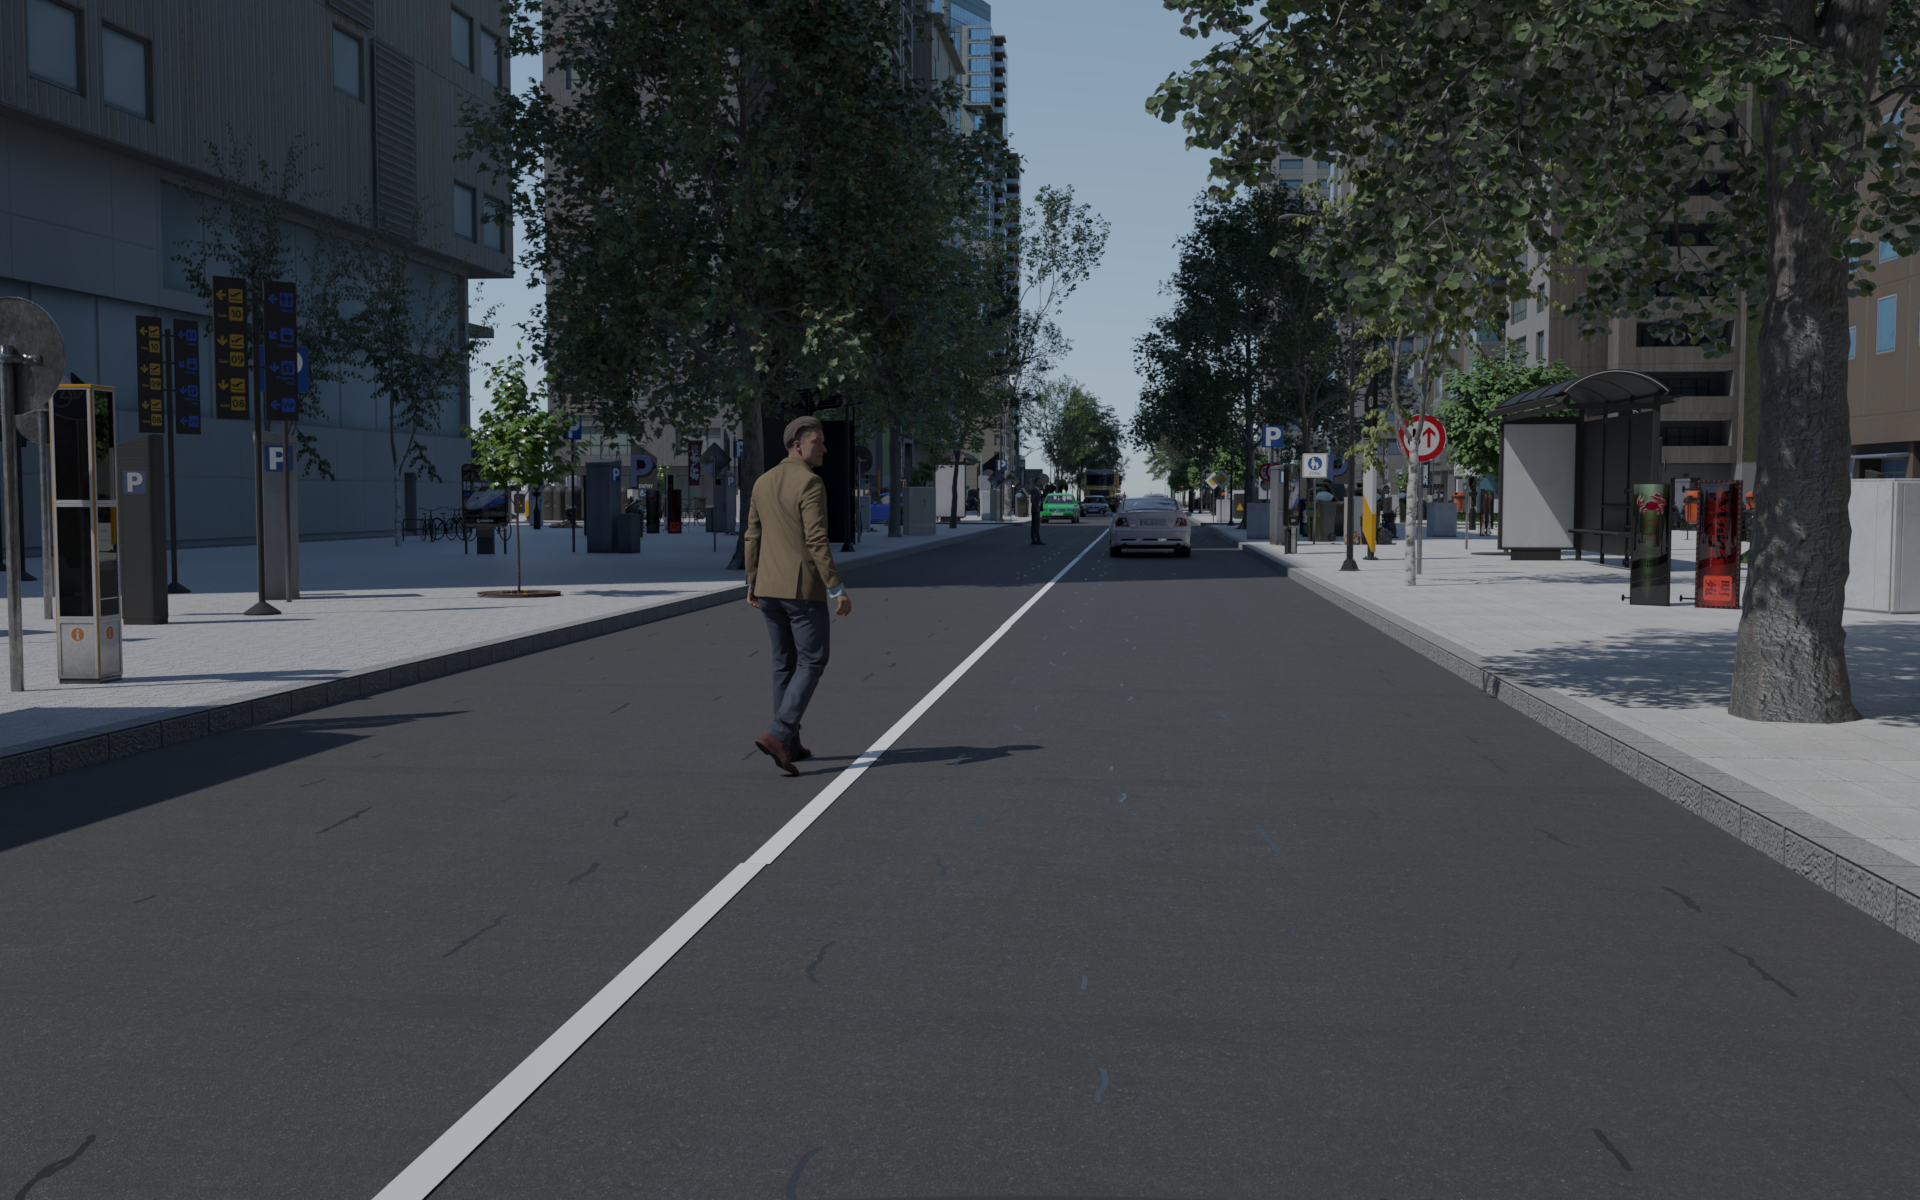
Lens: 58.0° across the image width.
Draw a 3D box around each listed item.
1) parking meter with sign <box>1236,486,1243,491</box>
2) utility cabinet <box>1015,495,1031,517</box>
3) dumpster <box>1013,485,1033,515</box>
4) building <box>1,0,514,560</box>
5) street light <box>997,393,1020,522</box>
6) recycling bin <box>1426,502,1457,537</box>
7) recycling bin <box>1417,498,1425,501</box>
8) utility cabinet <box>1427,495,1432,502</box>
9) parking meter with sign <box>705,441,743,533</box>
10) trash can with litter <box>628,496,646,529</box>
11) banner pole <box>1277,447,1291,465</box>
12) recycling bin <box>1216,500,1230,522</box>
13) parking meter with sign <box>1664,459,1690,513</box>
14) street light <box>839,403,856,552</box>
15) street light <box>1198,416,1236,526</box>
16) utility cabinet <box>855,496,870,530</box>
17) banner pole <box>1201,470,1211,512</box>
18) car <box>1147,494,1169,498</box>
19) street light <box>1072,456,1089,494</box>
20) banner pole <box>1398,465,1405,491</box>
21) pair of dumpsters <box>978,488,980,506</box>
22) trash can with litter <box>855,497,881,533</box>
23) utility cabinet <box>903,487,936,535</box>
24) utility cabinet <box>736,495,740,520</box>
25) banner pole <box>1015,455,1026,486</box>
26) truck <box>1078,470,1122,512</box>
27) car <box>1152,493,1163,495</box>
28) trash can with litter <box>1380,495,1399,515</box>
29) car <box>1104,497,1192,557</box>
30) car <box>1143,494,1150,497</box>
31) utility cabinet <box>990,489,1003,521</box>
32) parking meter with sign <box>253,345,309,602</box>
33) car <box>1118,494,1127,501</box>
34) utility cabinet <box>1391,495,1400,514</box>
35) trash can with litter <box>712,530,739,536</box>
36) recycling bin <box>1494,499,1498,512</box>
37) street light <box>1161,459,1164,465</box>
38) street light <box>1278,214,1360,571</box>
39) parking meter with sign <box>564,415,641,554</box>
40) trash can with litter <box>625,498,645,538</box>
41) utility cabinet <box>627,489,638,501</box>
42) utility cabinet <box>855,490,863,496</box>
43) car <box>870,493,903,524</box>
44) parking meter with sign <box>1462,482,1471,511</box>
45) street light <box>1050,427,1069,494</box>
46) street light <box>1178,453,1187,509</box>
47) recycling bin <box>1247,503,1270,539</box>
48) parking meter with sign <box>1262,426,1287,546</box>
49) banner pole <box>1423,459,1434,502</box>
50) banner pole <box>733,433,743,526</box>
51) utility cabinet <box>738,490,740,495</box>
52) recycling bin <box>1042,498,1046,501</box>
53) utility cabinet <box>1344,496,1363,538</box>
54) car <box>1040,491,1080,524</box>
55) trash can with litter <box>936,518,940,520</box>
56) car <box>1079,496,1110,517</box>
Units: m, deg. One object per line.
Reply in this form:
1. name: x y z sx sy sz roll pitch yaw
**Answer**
1. parking meter with sign: 18.957 -7.453 118.109 1.738 3.016 0.543 0 4 -1
2. utility cabinet: 3.659 -5.338 98.444 1.020 1.237 0.306 1 4 21
3. dumpster: 3.972 -6.250 107.945 1.264 1.857 1.865 0 4 6
4. building: -29.558 -27.953 46.274 27.495 52.752 28.713 0 4 6
5. street light: 2.409 -6.529 79.294 1.470 5.913 1.316 0 4 6
6. recycling bin: 14.462 -2.411 51.980 0.722 1.027 0.722 0 4 -3
7. recycling bin: 32.956 -6.829 124.202 0.722 1.027 0.722 1 4 21
8. utility cabinet: 26.656 -5.324 98.203 0.306 1.237 1.020 1 4 19
9. parking meter with sign: -7.834 -3.755 57.657 1.738 3.016 0.543 3 5 43
10. trash can with litter: -12.136 -3.257 64.302 1.678 1.210 2.233 -1 4 -15
11. banner pole: 15.357 -5.662 82.584 0.863 3.779 0.401 2 4 23
12. recycling bin: 12.165 -4.097 79.546 0.722 1.027 0.722 1 4 13
13. parking meter with sign: 36.096 -5.519 86.499 1.738 3.016 0.543 1 4 21
14. street light: -1.953 -4.015 38.181 1.470 5.913 1.316 0 4 6
15. street light: 10.443 -5.963 70.040 1.470 5.913 1.316 0 4 6
16. utility cabinet: -3.719 -3.096 61.786 1.020 1.237 0.306 0 4 5
17. banner pole: 17.665 -8.238 124.700 0.863 3.779 0.401 0 4 2
18. car: 12.094 -5.750 106.022 2.014 1.417 4.499 0 4 5
19. street light: 10.623 -11.185 155.411 1.470 5.913 1.316 0 4 6
20. banner pole: 38.400 -9.817 150.529 0.401 3.779 0.863 -2 4 -32
21. pair of dumpsters: 2.101 -7.329 122.320 1.574 2.255 4.437 0 4 6
22. trash can with litter: -3.290 -2.901 58.481 1.678 1.210 2.233 2 4 32
23. utility cabinet: -1.248 -2.751 53.658 0.318 1.500 1.173 3 5 44
24. utility cabinet: -10.838 -4.640 87.021 0.306 1.237 1.020 -3 5 -40
25. banner pole: 3.869 -7.349 110.180 0.863 3.779 0.401 -3 4 -38
26. truck: 11.449 -8.770 139.309 3.469 3.379 9.791 0 4 8
27. car: 22.245 -11.384 195.165 2.155 1.783 4.494 0 4 6
28. trash can with litter: 26.200 -5.712 104.442 2.233 1.210 1.678 0 3 0
29. car: 4.455 -1.745 40.892 2.083 1.381 4.827 0 4 5
30. car: 33.523 -18.236 308.384 2.015 1.641 3.980 0 4 8
31. utility cabinet: 1.764 -4.560 83.243 0.318 1.500 1.173 1 4 18
32. parking meter with sign: -8.337 -1.523 21.169 0.543 3.016 1.738 -2 4 -28
33. car: 29.069 -18.483 311.228 2.155 1.783 4.494 0 4 5
34. utility cabinet: 27.318 -5.896 107.561 1.020 1.237 0.306 0 4 7
35. trash can with litter: -6.775 -2.629 54.037 2.233 1.210 1.678 3 5 40
36. recycling bin: 27.562 -4.680 89.079 0.722 1.027 0.722 1 4 12
37. street light: 27.464 -15.705 229.313 1.470 5.913 1.316 0 4 6
38. street light: 5.976 -3.443 28.839 1.470 5.913 1.316 0 4 6
39. parking meter with sign: -7.764 -2.536 37.720 1.738 3.016 0.543 2 4 25
40. trash can with litter: -9.727 -2.394 50.536 1.055 1.170 0.624 0 4 -4
41. utility cabinet: -29.153 -8.860 153.544 1.173 1.500 0.318 0 4 1
42. utility cabinet: -5.482 -4.797 87.112 1.173 1.500 0.318 -1 4 -12
43. car: -3.218 -4.147 77.392 3.694 1.707 1.945 0 4 4
44. parking meter with sign: 32.662 -7.102 112.377 0.543 3.016 1.738 -1 4 -14
45. street light: 6.861 -9.051 120.519 1.470 5.913 1.316 0 4 6
46. street light: 14.875 -8.471 111.045 1.470 5.913 1.316 0 4 6
47. recycling bin: 8.630 -2.253 49.386 0.722 1.027 0.722 2 4 30
48. parking meter with sign: 8.081 -2.897 43.633 0.543 3.016 1.738 0 4 -5
49. banner pole: 24.129 -6.066 89.199 0.863 3.779 0.401 2 4 29
50. banner pole: -8.841 -4.856 69.407 0.863 3.779 0.401 2 4 32
51. utility cabinet: -11.373 -5.089 91.877 0.318 1.500 1.173 -2 4 -32
52. recycling bin: 6.426 -7.327 132.344 0.722 1.027 0.722 1 4 11
53. utility cabinet: 10.354 -2.083 45.226 0.306 1.237 1.020 3 4 36
54. car: 4.923 -4.673 85.198 1.959 1.807 4.718 0 4 7
55. trash can with litter: -1.099 -4.663 87.294 1.678 1.210 2.233 -2 4 -34
56. car: 8.455 -5.899 109.031 1.945 1.354 3.894 0 4 6
